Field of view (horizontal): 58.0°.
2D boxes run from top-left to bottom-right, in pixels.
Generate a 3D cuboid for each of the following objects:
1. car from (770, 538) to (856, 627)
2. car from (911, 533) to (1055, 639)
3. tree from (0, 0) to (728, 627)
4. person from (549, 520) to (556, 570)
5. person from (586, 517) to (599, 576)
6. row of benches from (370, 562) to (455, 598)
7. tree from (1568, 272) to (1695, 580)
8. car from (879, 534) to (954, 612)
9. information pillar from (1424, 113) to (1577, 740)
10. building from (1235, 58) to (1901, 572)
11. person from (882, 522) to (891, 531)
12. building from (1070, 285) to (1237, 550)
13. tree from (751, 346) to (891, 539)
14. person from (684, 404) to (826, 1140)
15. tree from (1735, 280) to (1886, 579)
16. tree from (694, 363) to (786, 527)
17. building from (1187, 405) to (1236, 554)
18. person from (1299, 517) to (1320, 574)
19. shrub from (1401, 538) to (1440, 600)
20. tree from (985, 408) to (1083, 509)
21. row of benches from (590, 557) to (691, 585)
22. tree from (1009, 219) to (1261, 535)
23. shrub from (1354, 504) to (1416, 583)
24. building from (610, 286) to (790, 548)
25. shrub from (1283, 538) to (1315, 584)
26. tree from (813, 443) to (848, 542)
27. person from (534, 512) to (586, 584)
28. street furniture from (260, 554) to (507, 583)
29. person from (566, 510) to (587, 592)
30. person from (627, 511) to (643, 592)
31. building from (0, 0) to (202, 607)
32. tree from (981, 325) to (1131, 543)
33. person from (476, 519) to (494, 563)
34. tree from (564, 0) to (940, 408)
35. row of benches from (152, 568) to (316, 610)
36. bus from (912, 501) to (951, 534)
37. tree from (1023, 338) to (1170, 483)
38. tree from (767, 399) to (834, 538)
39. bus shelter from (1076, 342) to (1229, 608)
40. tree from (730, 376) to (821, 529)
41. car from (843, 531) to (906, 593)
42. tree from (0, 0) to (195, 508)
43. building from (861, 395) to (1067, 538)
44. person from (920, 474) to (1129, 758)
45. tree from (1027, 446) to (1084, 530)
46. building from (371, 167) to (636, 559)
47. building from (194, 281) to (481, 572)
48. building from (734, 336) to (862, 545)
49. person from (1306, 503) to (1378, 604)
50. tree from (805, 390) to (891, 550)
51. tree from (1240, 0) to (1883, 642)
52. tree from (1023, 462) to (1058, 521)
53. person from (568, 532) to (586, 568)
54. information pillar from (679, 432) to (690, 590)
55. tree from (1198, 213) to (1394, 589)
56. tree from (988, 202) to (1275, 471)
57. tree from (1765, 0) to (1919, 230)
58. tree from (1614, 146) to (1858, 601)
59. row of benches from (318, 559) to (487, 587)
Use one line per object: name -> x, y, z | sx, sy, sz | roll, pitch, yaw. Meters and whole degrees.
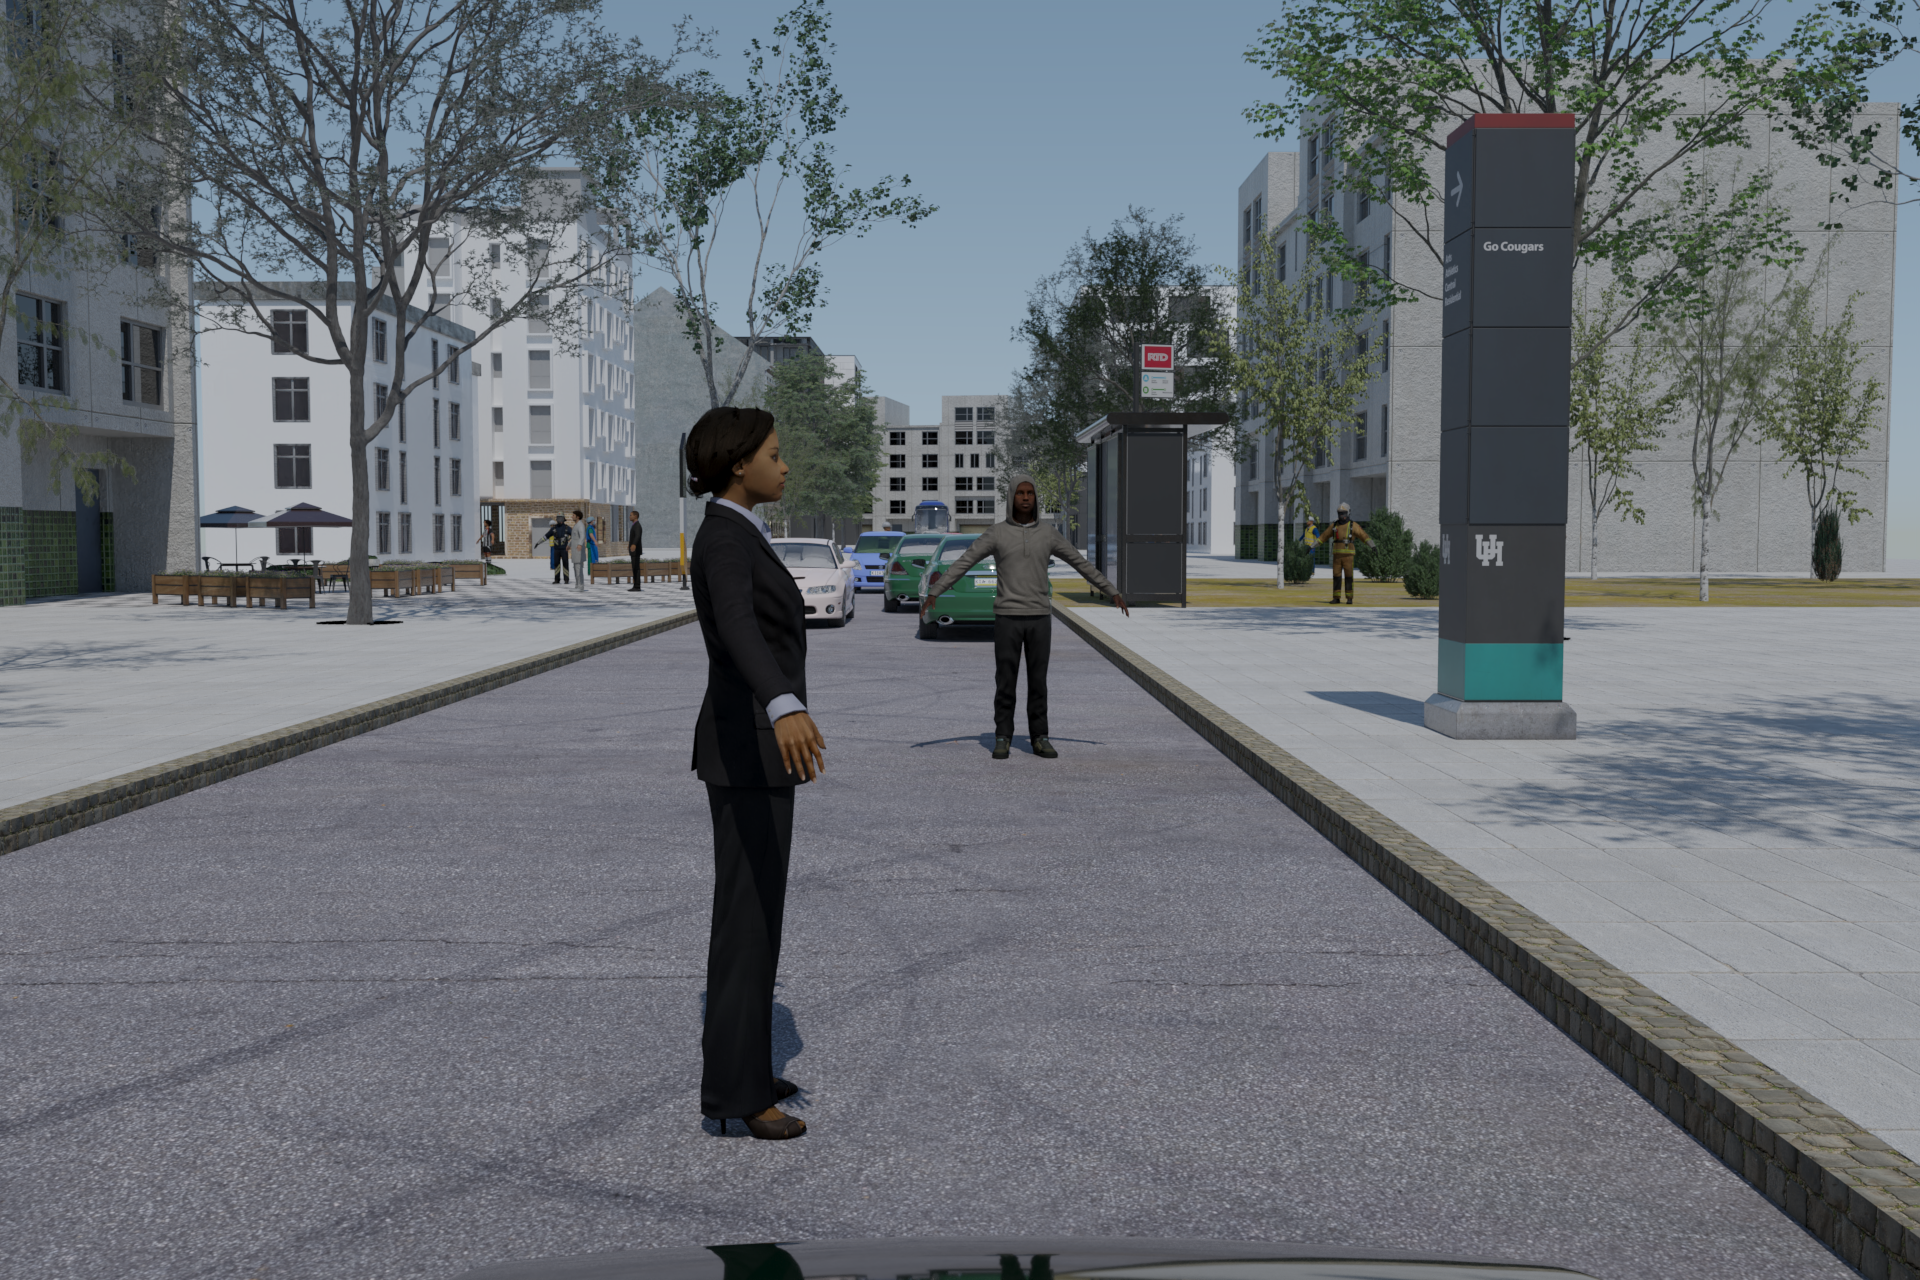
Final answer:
car -> -2.707, -0.967, 28.166 | 2.083, 1.381, 4.827 | 0, 4, -1
car -> 0.343, -0.809, 25.028 | 2.131, 1.459, 4.920 | 0, 3, 0
tree -> -8.432, -6.971, 24.345 | 12.009, 13.543, 11.850 | 0, 3, 0
person -> -14.426, -3.383, 61.777 | 0.721, 1.772, 1.216 | -2, 4, -33
person -> -11.258, -2.868, 53.016 | 0.704, 1.817, 1.347 | -1, 4, -19
row of benches -> -11.559, -1.289, 36.532 | 1.422, 0.672, 4.104 | 0, 3, 0
tree -> 17.957, -5.986, 48.240 | 4.737, 8.622, 4.395 | 0, 3, 0
car -> -0.510, -1.310, 33.222 | 2.131, 1.459, 4.920 | 0, 4, -1
information pillar -> 3.466, -1.325, 11.049 | 0.750, 3.857, 0.750 | 0, 3, 0
building -> 22.633, -12.647, 73.237 | 16.747, 18.905, 31.486 | 0, 4, 0
person -> -1.951, -2.409, 48.312 | 0.721, 1.772, 1.216 | 0, 4, -3
building -> 23.796, -19.244, 158.622 | 27.936, 21.610, 32.646 | 0, 3, 0
tree -> -9.474, -12.818, 116.230 | 9.857, 13.997, 8.962 | 0, 3, 0
person -> -0.444, 0.303, 4.223 | 0.721, 1.740, 1.216 | -1, 4, -9
tree -> 24.460, -6.063, 49.493 | 4.737, 8.622, 4.395 | 0, 3, 0
tree -> -9.426, -7.612, 74.818 | 4.360, 8.622, 3.978 | 0, 3, 0
building -> 20.567, -10.340, 111.206 | 9.099, 9.664, 28.070 | 0, 3, 0
person -> 10.951, -2.956, 54.302 | 0.705, 1.833, 1.349 | -1, 4, -21
shrub -> 9.124, -1.393, 33.898 | 1.383, 1.207, 1.383 | 0, 3, 0
tree -> 5.625, -11.793, 127.226 | 7.601, 10.594, 8.767 | 1, 4, 19
row of benches -> -8.126, -1.842, 45.579 | 1.422, 0.672, 4.104 | 2, 4, 29
tree -> 5.500, -7.165, 51.562 | 7.601, 10.594, 8.767 | 2, 4, 26
shrub -> 11.189, -2.544, 45.640 | 1.661, 2.075, 1.752 | 0, 3, 0
building -> -26.351, -20.313, 163.044 | 19.493, 23.208, 18.063 | 0, 4, 1
shrub -> 8.680, -2.047, 44.593 | 1.383, 1.207, 1.383 | 0, 3, 0
tree -> -9.275, -10.955, 129.481 | 4.360, 8.622, 3.978 | 0, 3, 0
person -> -10.235, -2.363, 44.414 | 1.354, 1.856, 0.705 | 0, 4, 6
street furniture -> -16.487, -2.097, 49.911 | 5.734, 0.657, 10.072 | 0, 4, 2
person -> -8.501, -1.971, 38.418 | 0.705, 1.806, 1.347 | -1, 4, -23
person -> -7.280, -1.986, 38.701 | 0.704, 1.802, 1.346 | -1, 4, -14
building -> -25.267, -9.533, 22.328 | 16.747, 18.905, 31.486 | 0, 3, 0
tree -> 6.160, -11.576, 99.643 | 12.009, 13.543, 11.850 | 0, 3, 0
person -> -17.559, -3.554, 64.249 | 0.704, 1.843, 1.345 | -3, 5, -41
tree -> -7.492, -12.547, 61.036 | 12.611, 20.169, 13.585 | 0, 3, 0
row of benches -> -12.819, -0.925, 30.581 | 4.104, 0.672, 1.422 | 2, 4, 35
bus -> -2.081, -8.586, 131.929 | 2.896, 3.916, 12.251 | 0, 3, 0
tree -> 6.408, -8.829, 78.772 | 8.767, 10.594, 7.601 | 2, 4, 32
tree -> -9.752, -8.839, 94.888 | 4.360, 8.622, 3.978 | 0, 3, 0
bus shelter -> 3.500, -3.452, 34.064 | 2.179, 5.291, 8.768 | 0, 4, -1
tree -> -9.344, -8.018, 81.459 | 4.360, 8.622, 3.978 | 0, 3, 0
car -> -1.899, -2.041, 42.961 | 1.945, 1.707, 3.694 | 0, 4, -1
tree -> -9.049, -3.953, 14.986 | 4.360, 8.622, 3.978 | 0, 3, 0
building -> -0.984, -21.945, 227.707 | 31.486, 18.905, 16.747 | 1, 4, 9
person -> 0.407, -0.155, 11.116 | 1.348, 1.813, 0.705 | 0, 4, -7
tree -> 6.540, -10.177, 116.760 | 4.737, 8.622, 4.395 | 0, 3, 0
building -> -24.434, -14.328, 90.682 | 16.016, 20.090, 11.380 | 0, 4, 1
building -> -24.537, -7.924, 71.709 | 9.099, 9.664, 28.070 | 0, 4, 0
building -> -25.931, -21.500, 195.506 | 27.936, 21.610, 32.646 | 0, 3, 0
person -> 7.003, -1.585, 31.677 | 1.354, 1.858, 0.705 | 2, 4, 31
tree -> -9.296, -13.346, 136.342 | 7.486, 12.596, 7.792 | 0, 3, 0
tree -> 6.888, -5.798, 20.546 | 9.928, 11.665, 9.643 | 0, 3, 0
tree -> 6.207, -11.374, 136.325 | 4.737, 8.622, 4.395 | 0, 3, 0
person -> -14.482, -3.638, 65.755 | 1.348, 1.796, 0.705 | 3, 5, 41
information pillar -> -6.342, -2.957, 39.700 | 0.183, 3.616, 0.504 | 0, 3, 0
tree -> 7.785, -5.514, 40.514 | 4.737, 8.622, 4.395 | 0, 3, 0
tree -> 6.572, -9.373, 63.623 | 12.009, 13.543, 11.850 | 0, 3, 0
tree -> 23.725, -11.056, 36.655 | 12.611, 20.169, 13.585 | 0, 3, 0
tree -> 14.007, -5.049, 32.920 | 4.360, 8.622, 3.978 | 0, 3, 0
row of benches -> -13.675, -1.675, 42.842 | 4.104, 0.672, 1.422 | 0, 4, -7
